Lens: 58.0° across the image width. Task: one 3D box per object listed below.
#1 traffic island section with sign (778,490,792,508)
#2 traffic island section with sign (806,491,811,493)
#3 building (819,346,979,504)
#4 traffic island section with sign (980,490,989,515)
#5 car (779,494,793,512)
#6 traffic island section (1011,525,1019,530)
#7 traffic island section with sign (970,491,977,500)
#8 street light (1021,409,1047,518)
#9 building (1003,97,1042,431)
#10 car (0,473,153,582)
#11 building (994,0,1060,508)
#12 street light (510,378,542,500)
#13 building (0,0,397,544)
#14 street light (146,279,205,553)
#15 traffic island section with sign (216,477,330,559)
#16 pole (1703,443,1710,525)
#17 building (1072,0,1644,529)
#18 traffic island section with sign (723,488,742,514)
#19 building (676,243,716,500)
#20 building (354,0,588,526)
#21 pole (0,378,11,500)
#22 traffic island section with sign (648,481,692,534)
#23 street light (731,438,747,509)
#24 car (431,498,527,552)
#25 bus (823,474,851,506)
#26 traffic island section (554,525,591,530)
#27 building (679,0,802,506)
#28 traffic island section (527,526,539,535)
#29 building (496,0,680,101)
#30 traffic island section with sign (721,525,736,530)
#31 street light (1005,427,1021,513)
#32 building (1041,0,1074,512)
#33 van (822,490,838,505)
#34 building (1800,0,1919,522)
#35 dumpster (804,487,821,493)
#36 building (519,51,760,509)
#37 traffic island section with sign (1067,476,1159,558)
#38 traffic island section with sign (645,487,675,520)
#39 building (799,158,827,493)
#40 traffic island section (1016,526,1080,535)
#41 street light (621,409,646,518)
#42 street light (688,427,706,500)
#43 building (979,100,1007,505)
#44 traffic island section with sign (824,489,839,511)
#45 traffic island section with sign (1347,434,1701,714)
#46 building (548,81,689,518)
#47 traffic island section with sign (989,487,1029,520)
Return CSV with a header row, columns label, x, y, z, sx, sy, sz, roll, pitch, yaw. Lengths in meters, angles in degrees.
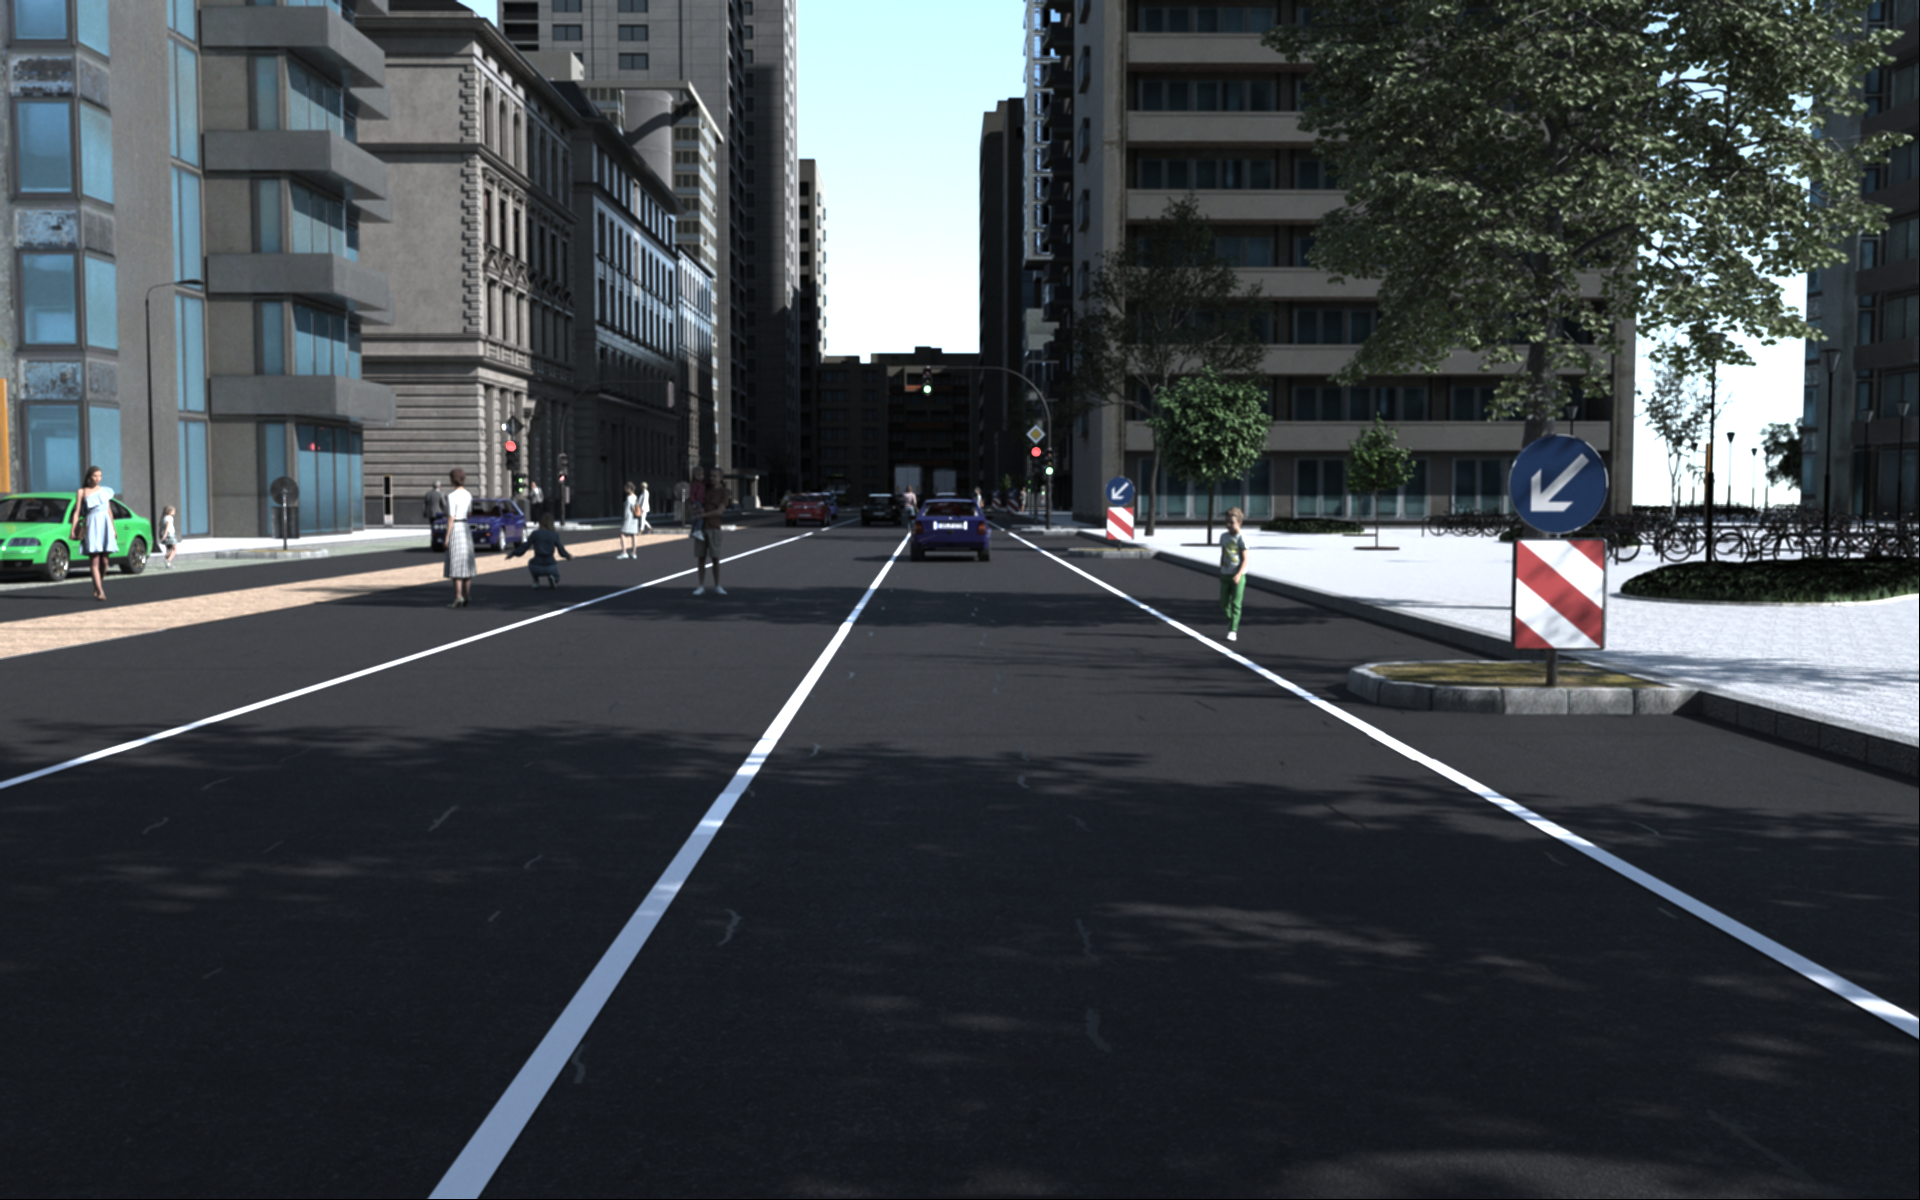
label,x,y,z,sx,sy,sz,roll,pitch,yaw
traffic island section with sign,-17.036,-10.008,172.258,1.989,1.847,2.006,0,4,-1
traffic island section with sign,-17.393,-11.656,199.211,1.989,1.847,2.006,0,4,-1
building,-4.315,-24.291,242.191,28.899,21.520,27.650,0,4,-1
traffic island section with sign,2.421,-6.942,122.123,1.989,1.847,2.006,0,4,-1
car,-13.567,-7.914,139.616,2.015,1.641,3.980,0,4,-1
traffic island section,3.084,-2.926,70.124,2.009,0.180,2.903,0,4,-1
traffic island section with sign,1.784,-9.993,172.017,1.989,1.847,2.006,0,4,-1
street light,4.226,-7.474,94.737,1.470,5.913,1.316,0,4,-1
building,11.903,-33.157,192.232,14.600,45.320,14.200,0,4,-1
car,-15.469,-1.261,29.410,1.959,1.807,4.718,0,4,-1
building,15.054,-52.342,168.455,22.319,86.520,31.000,0,4,-1
street light,-17.474,-5.938,69.629,1.470,5.913,1.316,0,4,-1
building,-33.213,-26.250,48.792,30.456,49.044,23.786,0,4,-1
street light,-17.005,-3.975,37.536,1.470,5.913,1.316,0,4,-1
traffic island section with sign,-15.337,-1.852,38.904,1.989,1.847,2.006,0,4,-1
pole,29.889,-4.614,69.278,0.158,3.312,0.155,0,3,0
building,15.950,-27.757,77.537,21.600,48.544,21.300,0,4,-1
traffic island section with sign,-16.399,-6.931,121.948,1.989,1.847,2.006,0,4,-1
building,-24.170,-17.116,129.004,9.793,20.994,18.267,0,4,-1
building,-24.339,-15.285,78.790,11.050,23.489,19.941,0,4,-1
pole,-16.931,-2.252,30.662,0.158,3.312,0.155,0,3,0
traffic island section with sign,-10.041,-3.307,62.209,2.006,1.907,1.989,0,4,-1
street light,-18.456,-10.524,144.606,1.470,5.913,1.316,0,4,-1
car,-12.225,-1.927,44.089,1.945,1.354,3.894,0,4,-2
bus,-14.973,-13.575,213.503,2.896,3.916,12.252,0,4,-1
traffic island section,-16.056,-2.912,69.884,2.009,0.180,2.903,0,4,-1
building,-30.356,-47.139,208.978,20.611,71.187,20.563,0,4,-1
traffic island section,-15.953,-2.423,61.900,2.009,0.180,2.903,0,4,-1
building,-50.629,-48.866,237.211,20.611,71.187,20.563,0,4,-1
traffic island section with sign,-10.127,-3.760,69.616,2.006,1.907,1.989,0,4,-1
street light,3.840,-9.031,120.201,1.470,5.913,1.316,0,4,-1
building,17.515,-29.042,129.457,22.147,44.769,28.867,0,4,-1
van,-13.934,-10.799,183.570,2.013,2.044,4.112,0,4,-1
building,57.097,-28.159,80.013,30.456,49.044,23.786,0,4,-1
dumpster,-17.675,-12.404,207.753,1.985,2.255,1.502,0,4,-1
building,-35.016,-28.406,156.324,32.217,40.220,23.993,0,4,-1
traffic island section with sign,3.479,-1.902,39.719,1.989,1.847,2.006,0,4,-1
traffic island section with sign,-16.037,-5.252,94.490,1.989,1.847,2.006,0,4,-1
building,-29.521,-37.561,237.818,21.600,48.544,21.300,0,4,-1
traffic island section,3.187,-2.438,62.140,2.009,0.180,2.903,0,4,-1
street light,-17.816,-7.465,94.597,1.470,5.913,1.316,0,4,-1
street light,-18.214,-8.992,119.563,1.470,5.913,1.316,0,4,-1
building,13.222,-35.860,210.019,21.300,48.544,21.600,0,4,-1
traffic island section with sign,-11.102,-8.355,144.748,2.006,1.907,1.989,0,4,-1
traffic island section with sign,3.834,-0.220,12.218,1.989,1.847,2.006,0,4,-1
building,-26.507,-16.596,104.631,16.112,22.955,30.059,0,4,-1
traffic island section with sign,2.758,-5.293,95.170,1.989,1.847,2.006,0,4,-1
